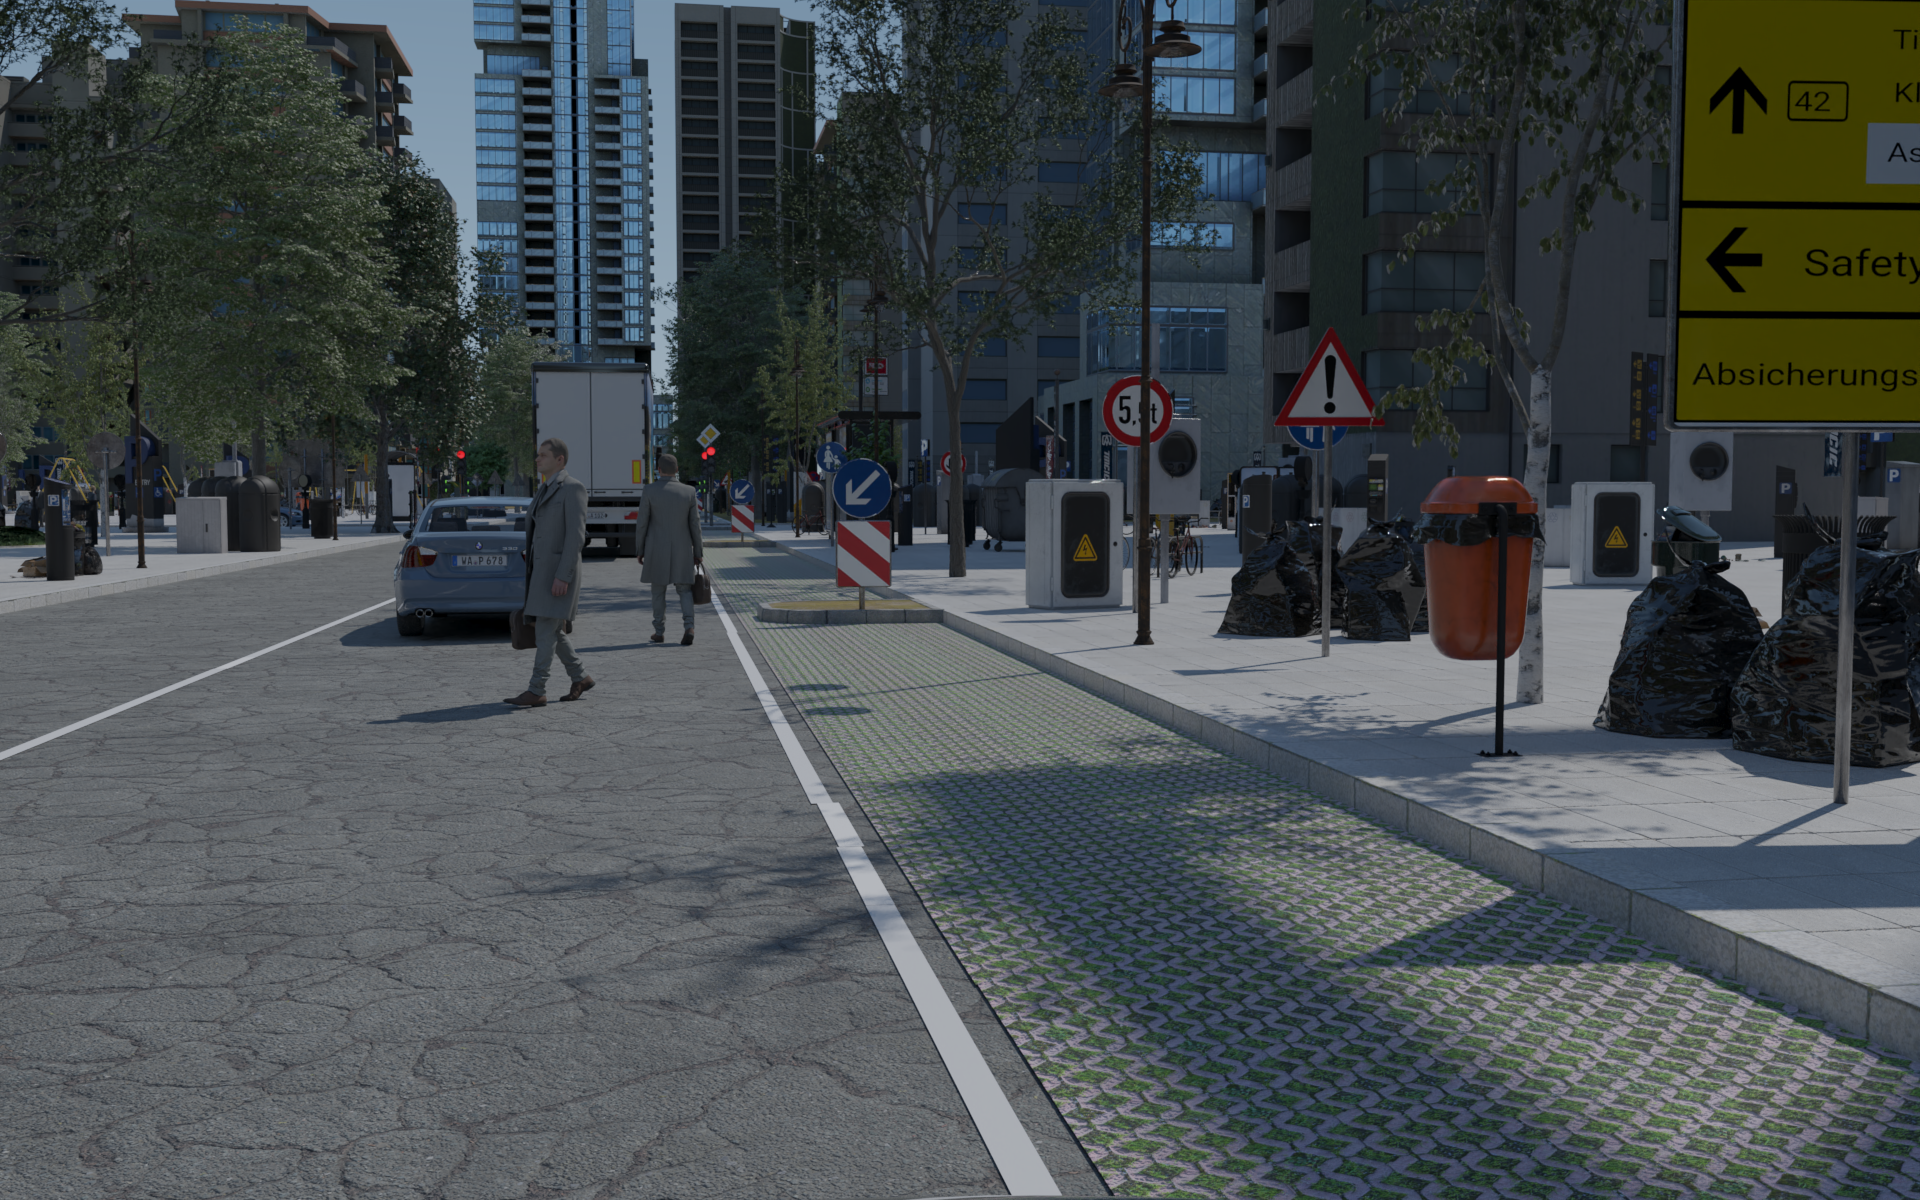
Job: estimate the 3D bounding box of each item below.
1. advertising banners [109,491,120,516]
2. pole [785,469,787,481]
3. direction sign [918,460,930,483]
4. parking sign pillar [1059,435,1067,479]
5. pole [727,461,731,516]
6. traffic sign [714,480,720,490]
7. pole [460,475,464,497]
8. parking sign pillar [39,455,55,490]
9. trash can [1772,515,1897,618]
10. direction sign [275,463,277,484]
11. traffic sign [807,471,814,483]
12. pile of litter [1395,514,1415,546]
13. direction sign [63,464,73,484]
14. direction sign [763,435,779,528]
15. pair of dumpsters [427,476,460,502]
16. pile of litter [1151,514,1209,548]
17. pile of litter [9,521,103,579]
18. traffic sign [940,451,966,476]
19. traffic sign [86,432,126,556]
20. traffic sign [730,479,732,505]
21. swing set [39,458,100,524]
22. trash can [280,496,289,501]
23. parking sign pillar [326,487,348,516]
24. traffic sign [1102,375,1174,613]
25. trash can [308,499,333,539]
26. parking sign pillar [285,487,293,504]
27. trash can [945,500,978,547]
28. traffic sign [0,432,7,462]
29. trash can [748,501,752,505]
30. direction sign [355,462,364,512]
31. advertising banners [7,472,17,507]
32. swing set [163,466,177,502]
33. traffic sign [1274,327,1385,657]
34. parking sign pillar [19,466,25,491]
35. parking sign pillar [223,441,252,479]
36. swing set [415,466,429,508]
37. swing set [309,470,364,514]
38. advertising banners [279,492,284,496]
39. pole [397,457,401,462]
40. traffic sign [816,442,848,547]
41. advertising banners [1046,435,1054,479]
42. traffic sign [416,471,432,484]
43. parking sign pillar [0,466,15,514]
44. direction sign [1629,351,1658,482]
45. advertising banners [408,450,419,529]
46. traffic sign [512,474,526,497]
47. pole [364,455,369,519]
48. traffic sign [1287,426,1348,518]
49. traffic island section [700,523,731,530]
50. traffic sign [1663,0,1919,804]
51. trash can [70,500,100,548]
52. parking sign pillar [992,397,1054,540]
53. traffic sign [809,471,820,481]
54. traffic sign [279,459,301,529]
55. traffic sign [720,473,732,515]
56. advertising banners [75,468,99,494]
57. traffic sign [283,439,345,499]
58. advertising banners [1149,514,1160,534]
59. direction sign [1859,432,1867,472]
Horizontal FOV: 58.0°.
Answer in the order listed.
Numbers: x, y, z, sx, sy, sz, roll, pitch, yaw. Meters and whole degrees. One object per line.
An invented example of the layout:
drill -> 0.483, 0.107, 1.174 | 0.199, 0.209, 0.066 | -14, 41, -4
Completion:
advertising banners -> -49.069, -6.424, 101.217 | 0.090, 3.025, 2.074 | 1, 4, 20
pole -> -10.239, -6.614, 101.987 | 0.158, 3.312, 0.155 | 0, 3, 0
direction sign -> -2.403, -7.521, 114.970 | 0.876, 3.537, 0.379 | 0, 4, 5
parking sign pillar -> 3.029, -4.340, 59.433 | 1.447, 3.967, 1.447 | 3, 5, 42
pole -> -13.581, -6.605, 101.834 | 0.158, 3.312, 0.155 | 0, 3, 0
traffic sign -> -21.212, -9.229, 151.006 | 0.768, 2.556, 0.104 | 0, 4, -3
pole -> -21.841, -5.019, 75.909 | 0.158, 3.312, 0.155 | 0, 3, 0
parking sign pillar -> -62.083, -7.931, 118.143 | 1.447, 3.967, 1.447 | -1, 4, -13
trash can -> 5.849, 0.001, 11.630 | 0.748, 1.137, 0.748 | 0, 3, 0
direction sign -> -49.582, -8.174, 125.642 | 0.379, 3.537, 0.876 | -2, 4, -27
traffic sign -> -8.288, -5.732, 93.727 | 0.884, 2.594, 0.081 | 0, 4, -1
pile of litter -> 9.739, -1.405, 36.942 | 1.176, 0.858, 1.719 | 3, 4, 39
direction sign -> -70.082, -8.832, 136.400 | 0.379, 3.537, 0.876 | 0, 4, 4
direction sign -> -7.231, -4.543, 66.276 | 0.379, 3.537, 0.876 | 3, 4, 36
pair of dumpsters -> -26.499, -5.314, 89.376 | 1.574, 2.255, 4.437 | -1, 4, -10
pile of litter -> 5.207, -1.717, 42.035 | 1.176, 0.858, 1.719 | -3, 5, -40
pile of litter -> -14.176, -0.804, 27.105 | 1.176, 0.858, 1.719 | 1, 4, 19
traffic sign -> -0.198, -3.092, 50.654 | 0.768, 2.556, 0.104 | 0, 4, -8
traffic sign -> -17.534, -2.170, 35.580 | 0.768, 2.556, 0.104 | 0, 4, -6
traffic sign -> -15.000, -6.827, 113.756 | 0.606, 2.300, 0.079 | 0, 4, -2
swing set -> -39.087, -4.787, 75.892 | 2.862, 2.851, 3.119 | -1, 4, -18
trash can -> -45.132, -6.362, 115.664 | 0.748, 1.137, 0.748 | 0, 3, 0
parking sign pillar -> -35.956, -6.790, 99.489 | 1.447, 3.967, 1.447 | -3, 5, -44
traffic sign -> 1.899, -1.131, 18.604 | 0.768, 2.556, 0.104 | 0, 4, -1
trash can -> -18.316, -2.328, 49.710 | 0.748, 1.137, 0.748 | 0, 3, 0
parking sign pillar -> -45.949, -8.025, 119.685 | 1.447, 3.967, 1.447 | -1, 4, -23
trash can -> -0.001, -1.848, 41.867 | 0.748, 1.137, 0.748 | 0, 3, 0
traffic sign -> -18.108, -1.963, 32.208 | 0.768, 2.556, 0.104 | 0, 4, -3
trash can -> -10.609, -4.747, 89.272 | 0.748, 1.137, 0.748 | 0, 3, 0
direction sign -> -42.315, -7.978, 122.436 | 0.379, 3.537, 0.876 | 3, 4, 36
advertising banners -> -75.653, -8.740, 139.087 | 2.074, 3.025, 0.090 | -1, 4, -19
swing set -> -44.756, -6.070, 96.866 | 2.862, 2.851, 3.119 | -2, 4, -32
traffic sign -> 2.886, -0.832, 13.599 | 0.884, 2.594, 0.081 | 0, 4, -4
parking sign pillar -> -74.447, -9.101, 137.278 | 1.447, 3.967, 1.447 | -1, 4, -19
parking sign pillar -> -36.725, -6.092, 88.084 | 1.447, 3.967, 1.447 | 3, 5, 43
swing set -> -31.322, -6.174, 98.559 | 2.862, 2.851, 3.119 | -2, 4, -35
swing set -> -40.288, -6.959, 111.407 | 3.119, 2.851, 2.862 | -2, 4, -35
advertising banners -> -52.772, -8.559, 136.135 | 0.090, 3.025, 2.074 | 1, 4, 21
pole -> -28.160, -5.701, 87.061 | 0.158, 3.312, 0.155 | 0, 3, 0
traffic sign -> -3.116, -2.576, 42.218 | 0.768, 2.556, 0.104 | 0, 4, -5
advertising banners -> 2.363, -3.432, 52.300 | 0.090, 3.025, 2.074 | -2, 4, -23
traffic sign -> -28.745, -5.681, 92.893 | 0.884, 2.594, 0.081 | 0, 3, 0
parking sign pillar -> -61.279, -7.471, 110.625 | 1.447, 3.967, 1.447 | -1, 4, -15
direction sign -> 10.982, -2.194, 27.871 | 0.876, 3.537, 0.379 | -3, 5, -43
advertising banners -> -20.177, -4.152, 64.074 | 0.090, 3.025, 2.074 | 0, 4, -7
traffic sign -> -28.332, -6.802, 111.209 | 0.884, 2.594, 0.081 | 0, 4, -4
pole -> -30.647, -5.845, 89.413 | 0.158, 3.312, 0.155 | 0, 3, 0
traffic sign -> 4.127, -1.223, 20.105 | 0.768, 2.556, 0.104 | 0, 4, -7
traffic island section -> -11.272, -3.346, 76.989 | 2.009, 0.180, 2.903 | -1, 4, -10
traffic sign -> 3.979, -0.809, 7.101 | 2.265, 3.308, 0.079 | 0, 4, -3
trash can -> -21.031, -1.829, 41.551 | 0.748, 1.137, 0.748 | 0, 3, 0
parking sign pillar -> 1.620, -3.686, 48.733 | 1.447, 3.967, 1.447 | 3, 5, 43
traffic sign -> -8.239, -5.951, 97.406 | 0.768, 2.556, 0.104 | 0, 4, 0
traffic sign -> -24.331, -3.840, 62.890 | 0.768, 2.556, 0.104 | 0, 4, -7
traffic sign -> -14.144, -6.434, 105.201 | 0.884, 2.594, 0.081 | 0, 4, -2
advertising banners -> -57.724, -7.280, 115.220 | 2.074, 3.025, 0.090 | -3, 5, -44
traffic sign -> -24.089, -4.324, 64.578 | 2.265, 3.308, 0.079 | 0, 4, -2
advertising banners -> 6.611, -3.645, 55.779 | 0.090, 3.025, 2.074 | -3, 5, -44
direction sign -> 32.046, -4.287, 62.096 | 0.876, 3.537, 0.379 | 0, 4, -4
